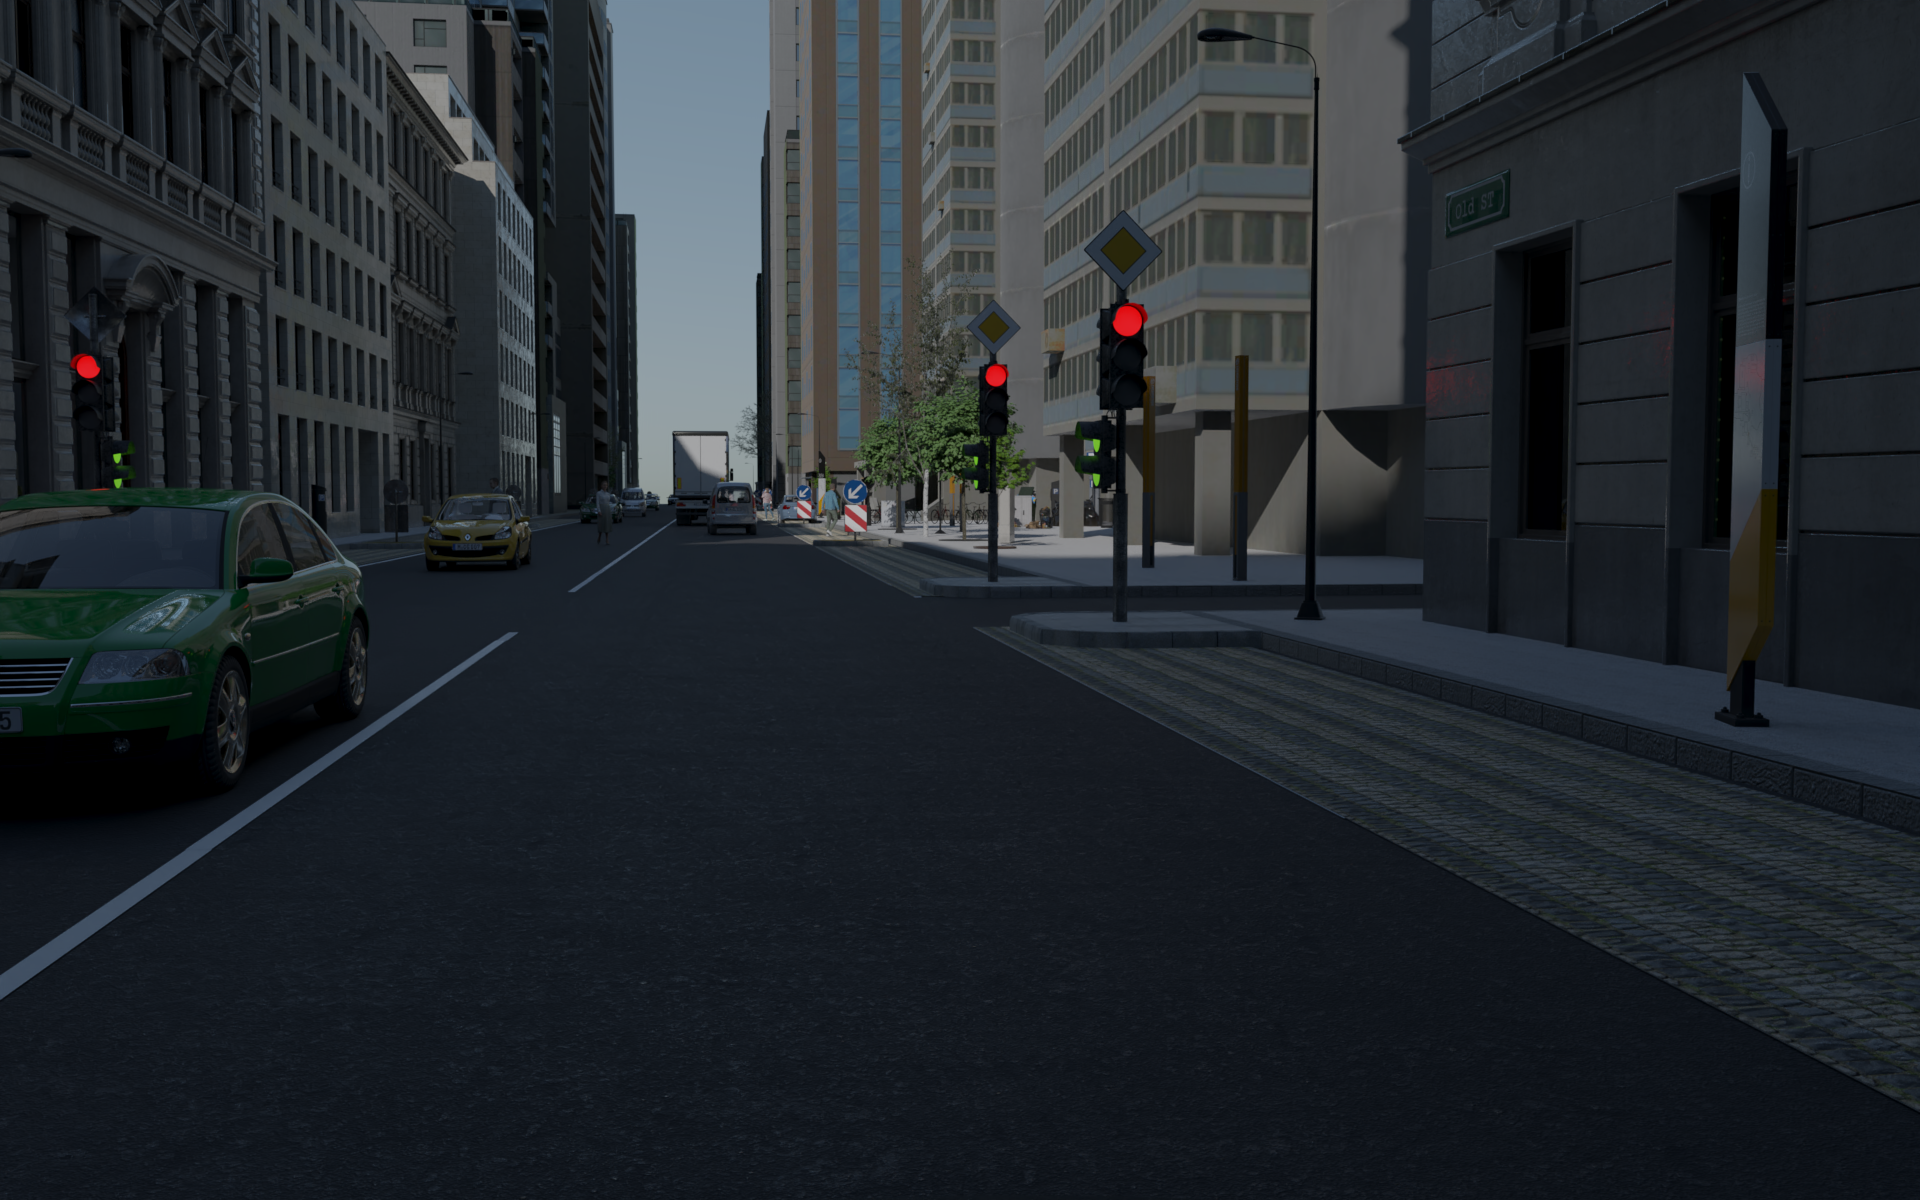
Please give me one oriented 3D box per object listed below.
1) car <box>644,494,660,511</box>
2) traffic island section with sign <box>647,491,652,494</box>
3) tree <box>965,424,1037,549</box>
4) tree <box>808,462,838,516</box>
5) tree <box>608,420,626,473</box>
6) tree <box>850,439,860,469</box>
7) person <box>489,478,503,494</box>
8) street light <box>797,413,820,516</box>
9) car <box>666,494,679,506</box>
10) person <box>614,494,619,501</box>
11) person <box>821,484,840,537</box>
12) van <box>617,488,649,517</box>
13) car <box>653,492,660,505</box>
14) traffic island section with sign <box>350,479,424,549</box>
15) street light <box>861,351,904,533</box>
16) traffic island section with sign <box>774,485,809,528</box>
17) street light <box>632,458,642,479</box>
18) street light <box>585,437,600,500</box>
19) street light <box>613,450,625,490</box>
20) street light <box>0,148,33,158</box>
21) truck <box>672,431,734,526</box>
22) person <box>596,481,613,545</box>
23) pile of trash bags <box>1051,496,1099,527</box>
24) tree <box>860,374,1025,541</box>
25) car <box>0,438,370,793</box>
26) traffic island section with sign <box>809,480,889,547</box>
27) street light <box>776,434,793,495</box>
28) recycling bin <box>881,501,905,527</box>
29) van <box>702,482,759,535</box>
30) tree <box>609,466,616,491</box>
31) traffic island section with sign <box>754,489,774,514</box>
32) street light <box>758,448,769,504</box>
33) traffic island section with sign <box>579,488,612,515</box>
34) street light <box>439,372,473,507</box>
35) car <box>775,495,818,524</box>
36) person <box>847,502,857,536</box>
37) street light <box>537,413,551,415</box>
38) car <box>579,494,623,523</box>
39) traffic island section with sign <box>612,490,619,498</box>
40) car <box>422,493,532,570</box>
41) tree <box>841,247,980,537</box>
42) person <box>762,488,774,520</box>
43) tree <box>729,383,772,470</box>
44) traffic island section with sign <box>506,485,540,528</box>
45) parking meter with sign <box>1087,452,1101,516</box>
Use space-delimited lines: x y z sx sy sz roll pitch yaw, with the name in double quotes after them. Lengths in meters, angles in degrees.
-26.932 -8.422 149.502 2.131 1.459 4.920 0 4 -8 "car"
-41.264 -13.575 230.570 1.989 1.847 2.006 0 4 -8 "traffic island section with sign"
0.729 -2.814 40.618 1.663 3.219 1.824 0 3 0 "tree"
-7.943 -6.615 102.763 1.663 3.219 1.824 0 3 0 "tree"
-35.420 -13.594 172.620 4.360 8.622 3.978 0 3 0 "tree"
-2.334 -4.822 62.559 4.285 4.588 4.351 0 3 0 "tree"
-10.652 -1.906 39.792 0.853 1.813 0.709 -2 4 -30 "person"
-8.589 -7.746 99.190 1.470 5.913 1.316 0 4 -8 "street light"
-35.975 -12.753 218.295 2.009 1.686 4.222 -1 4 -9 "car"
-25.988 -7.254 130.364 0.557 1.426 1.065 3 5 44 "person"
-4.344 -3.005 57.972 0.601 1.785 0.444 3 5 43 "person"
-20.851 -6.322 110.375 2.013 2.044 4.112 -1 4 -10 "van"
-41.838 -13.862 236.228 1.945 1.707 3.694 -1 4 -8 "car"
-14.871 -2.262 45.613 1.989 1.847 2.006 0 4 -8 "traffic island section with sign"
-2.507 -5.122 56.294 1.470 5.913 1.316 0 4 -8 "street light"
-6.871 -4.038 74.646 1.989 1.847 2.006 0 4 -8 "traffic island section with sign"
-41.784 -15.385 224.085 1.470 5.913 1.316 0 4 -8 "street light"
-30.021 -10.322 141.309 1.470 5.913 1.316 0 4 -8 "street light"
-35.730 -12.766 181.257 1.470 5.913 1.316 0 4 -8 "street light"
-13.152 -3.107 23.338 1.470 5.913 1.316 0 4 -8 "street light"
-12.208 -5.713 82.325 2.839 4.237 11.283 0 4 -7 "truck"
-10.182 -2.487 49.384 0.478 1.798 0.641 -2 4 -31 "person"
5.240 -3.622 68.965 3.447 1.369 1.912 1 4 10 "pile of trash bags"
0.190 -3.907 47.599 4.285 4.588 4.351 0 3 0 "tree"
-4.550 -0.049 9.603 1.959 1.807 4.718 0 4 -7 "car"
-3.063 -2.406 47.960 1.989 1.847 2.006 0 4 -8 "traffic island section with sign"
-13.422 -9.812 132.961 1.470 5.913 1.316 0 4 -8 "street light"
-2.584 -3.324 66.895 0.722 1.027 0.722 1 4 21 "recycling bin"
-8.187 -3.364 62.014 2.013 2.044 4.112 -1 4 -10 "van"
-34.654 -11.229 167.305 4.285 4.588 4.351 0 3 0 "tree"
-13.959 -7.073 124.270 1.989 1.847 2.006 0 4 -8 "traffic island section with sign"
-19.586 -12.410 175.447 1.470 5.913 1.316 0 4 -8 "street light"
-25.803 -6.945 122.179 1.989 1.847 2.006 0 4 -8 "traffic island section with sign"
-19.175 -5.707 65.850 1.470 5.913 1.316 0 4 -8 "street light"
-7.710 -4.274 81.875 2.014 1.417 4.499 0 4 -8 "car"
-3.659 -3.123 59.364 0.447 1.846 0.655 -1 4 -8 "person"
-24.050 -7.730 98.934 1.470 5.913 1.316 0 4 -8 "street light"
-17.777 -4.536 85.963 2.131 1.459 4.920 0 4 -7 "car"
-29.680 -8.607 149.347 1.989 1.847 2.006 0 4 -8 "traffic island section with sign"
-9.384 -1.445 33.845 2.015 1.641 3.980 -1 4 -9 "car"
-1.161 -6.212 51.936 4.360 8.622 3.978 0 3 0 "tree"
-10.363 -5.181 93.797 0.643 1.750 0.593 3 5 43 "person"
-19.342 -16.767 184.507 12.009 13.543 11.850 0 3 0 "tree"
-18.775 -3.935 72.963 1.989 1.847 2.006 0 4 -8 "traffic island section with sign"
5.735 -4.714 73.338 0.543 3.016 1.738 1 4 12 "parking meter with sign"
